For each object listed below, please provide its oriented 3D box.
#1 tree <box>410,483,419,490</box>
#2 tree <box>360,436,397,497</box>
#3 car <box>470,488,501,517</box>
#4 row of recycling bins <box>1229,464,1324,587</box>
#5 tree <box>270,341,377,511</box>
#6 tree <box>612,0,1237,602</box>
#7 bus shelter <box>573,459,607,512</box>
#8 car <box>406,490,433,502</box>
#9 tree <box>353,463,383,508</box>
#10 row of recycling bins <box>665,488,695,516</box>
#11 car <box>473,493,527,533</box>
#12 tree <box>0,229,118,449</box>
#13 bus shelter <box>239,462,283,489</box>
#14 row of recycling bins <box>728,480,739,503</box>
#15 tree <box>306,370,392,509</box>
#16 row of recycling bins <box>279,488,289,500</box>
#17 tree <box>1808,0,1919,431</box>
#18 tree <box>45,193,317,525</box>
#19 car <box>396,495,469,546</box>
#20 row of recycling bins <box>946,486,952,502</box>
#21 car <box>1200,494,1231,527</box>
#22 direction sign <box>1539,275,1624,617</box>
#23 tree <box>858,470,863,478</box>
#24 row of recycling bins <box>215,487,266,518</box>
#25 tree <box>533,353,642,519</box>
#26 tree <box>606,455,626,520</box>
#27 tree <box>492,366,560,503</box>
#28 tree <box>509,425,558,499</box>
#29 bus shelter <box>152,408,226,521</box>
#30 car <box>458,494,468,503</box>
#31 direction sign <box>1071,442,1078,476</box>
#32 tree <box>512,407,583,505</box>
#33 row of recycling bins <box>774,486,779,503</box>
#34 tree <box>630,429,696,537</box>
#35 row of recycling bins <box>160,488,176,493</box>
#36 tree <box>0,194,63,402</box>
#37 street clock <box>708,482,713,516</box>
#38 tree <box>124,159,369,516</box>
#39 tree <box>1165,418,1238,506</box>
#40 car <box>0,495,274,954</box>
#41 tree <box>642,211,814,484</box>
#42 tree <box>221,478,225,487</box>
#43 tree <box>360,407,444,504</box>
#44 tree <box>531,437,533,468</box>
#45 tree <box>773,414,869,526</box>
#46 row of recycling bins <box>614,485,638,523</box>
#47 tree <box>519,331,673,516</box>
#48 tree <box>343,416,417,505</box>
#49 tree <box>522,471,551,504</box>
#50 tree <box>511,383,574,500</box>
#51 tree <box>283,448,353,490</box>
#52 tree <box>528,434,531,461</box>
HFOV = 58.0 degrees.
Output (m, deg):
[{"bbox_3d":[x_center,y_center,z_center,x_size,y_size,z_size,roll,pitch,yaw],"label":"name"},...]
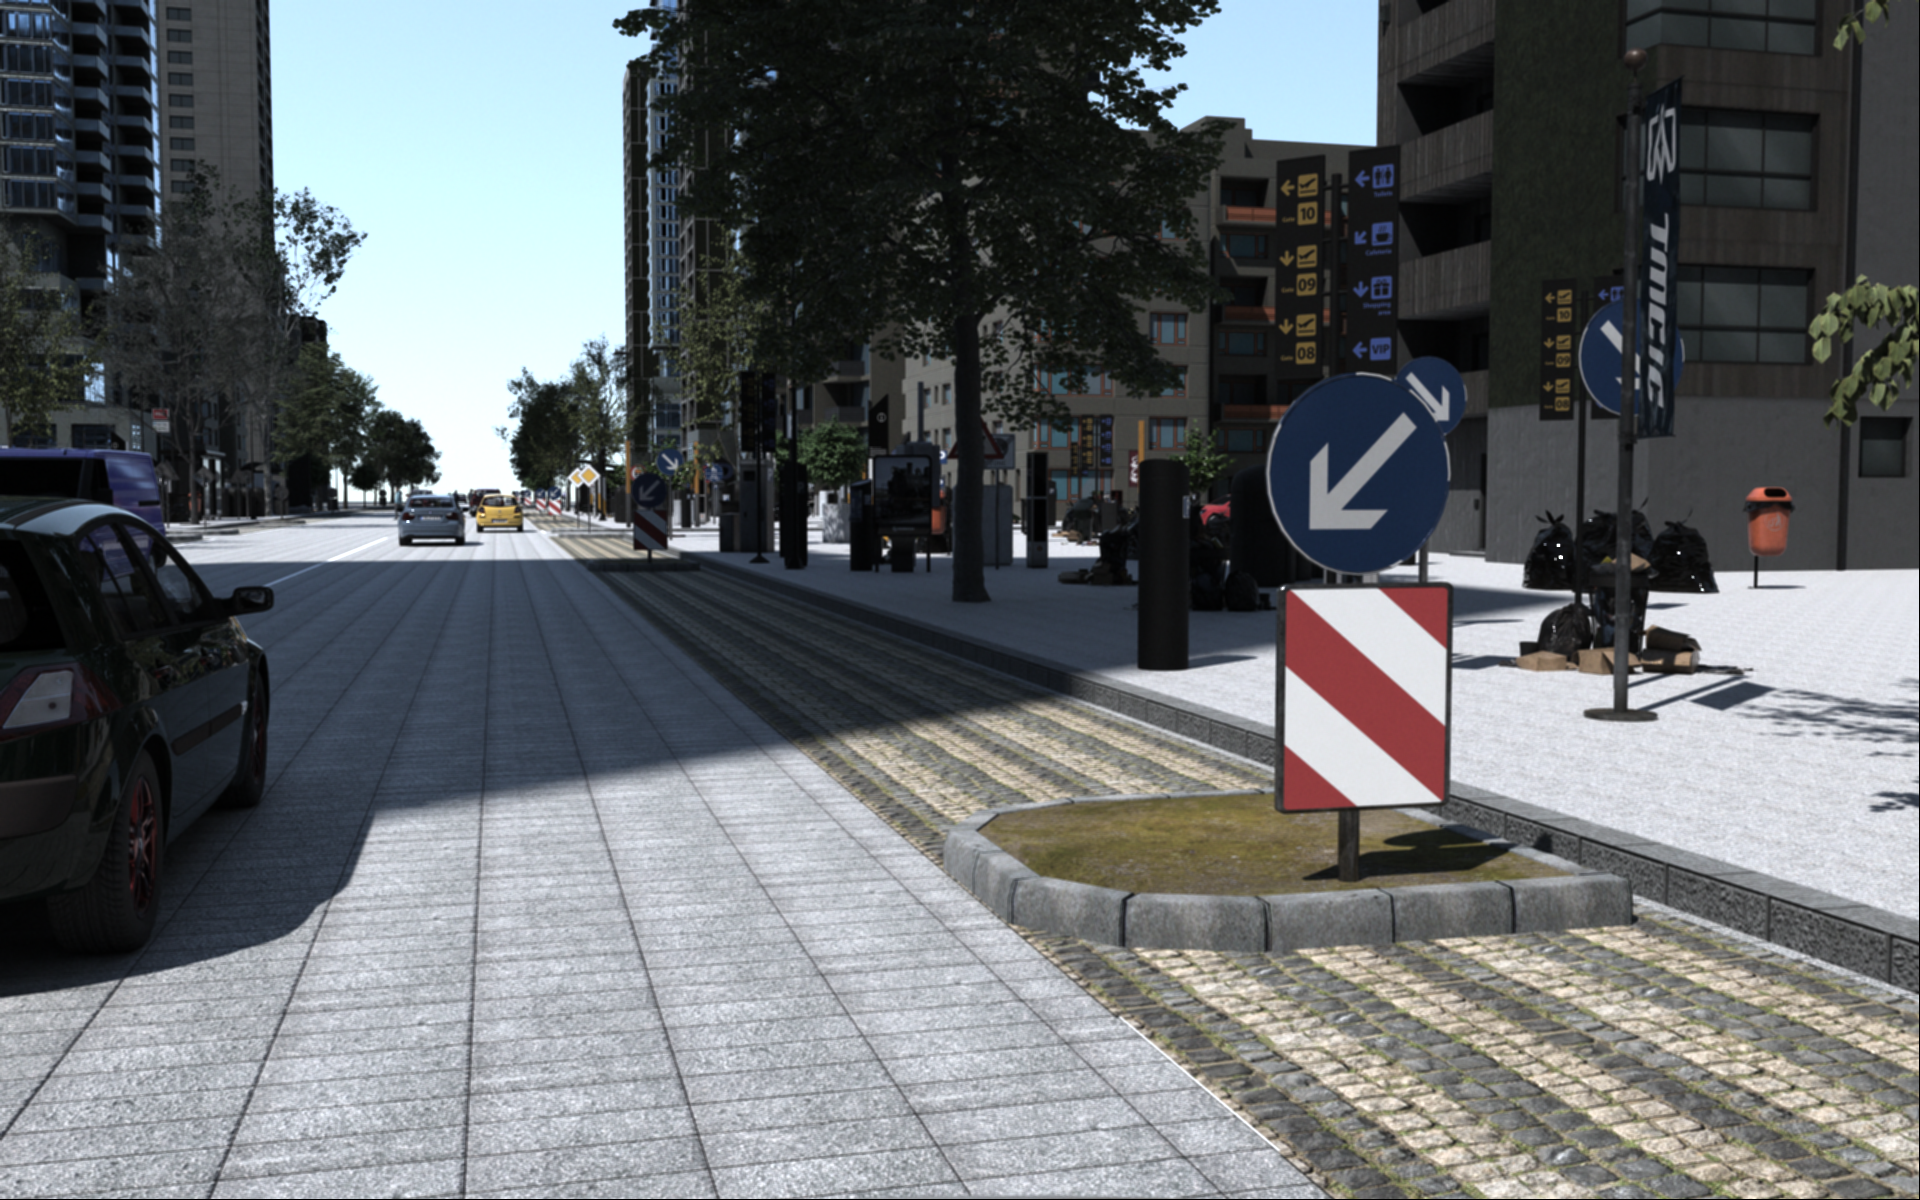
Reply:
[{"bbox_3d":[-88.660,-20.210,280.802,4.737,8.622,4.395,0,3,0],"label":"tree"},{"bbox_3d":[-67.756,-15.367,201.620,4.360,8.622,3.978,0,3,0],"label":"tree"},{"bbox_3d":[-30.210,-6.250,110.862,2.281,1.827,5.304,-1,4,-14],"label":"car"},{"bbox_3d":[4.650,-1.116,25.368,1.069,1.692,3.534,1,4,22],"label":"row of recycling bins"},{"bbox_3d":[-47.243,-12.877,128.663,7.486,12.596,7.792,0,3,0],"label":"tree"},{"bbox_3d":[-0.283,-6.246,20.251,7.486,12.596,7.792,0,3,0],"label":"tree"},{"bbox_3d":[-25.814,-7.891,120.296,1.731,3.624,6.357,-1,4,-15],"label":"bus shelter"},{"bbox_3d":[-46.276,-8.552,148.502,2.281,1.827,5.304,-1,4,-13],"label":"car"},{"bbox_3d":[-56.447,-11.051,164.390,4.285,4.588,4.351,0,3,0],"label":"tree"},{"bbox_3d":[-16.614,-5.726,100.727,3.534,1.692,1.069,0,4,-5],"label":"row of recycling bins"},{"bbox_3d":[-17.542,-3.413,66.031,2.015,1.641,3.980,-1,4,-15],"label":"car"},{"bbox_3d":[-25.793,-5.945,47.568,4.737,8.622,4.395,0,3,0],"label":"tree"},{"bbox_3d":[-45.126,-7.216,111.905,2.014,3.302,5.546,-1,4,-15],"label":"bus shelter"},{"bbox_3d":[-6.776,-2.872,54.071,1.069,1.692,3.534,0,4,-4],"label":"row of recycling bins"},{"bbox_3d":[-51.312,-13.385,144.603,9.928,11.665,9.643,0,3,0],"label":"tree"},{"bbox_3d":[-49.132,-7.256,125.746,3.534,1.692,1.069,-2,4,-34],"label":"row of recycling bins"},{"bbox_3d":[4.431,-3.411,6.136,4.737,8.622,4.395,0,3,0],"label":"tree"},{"bbox_3d":[-32.053,-9.875,71.832,12.009,13.543,11.850,0,3,0],"label":"tree"},{"bbox_3d":[-15.001,-2.279,49.271,2.014,1.417,4.499,-1,4,-15],"label":"car"},{"bbox_3d":[-1.456,-4.994,88.772,1.069,1.692,3.534,-2,4,-32],"label":"row of recycling bins"},{"bbox_3d":[10.648,-3.513,66.481,4.494,1.783,2.155,-1,4,-16],"label":"car"},{"bbox_3d":[6.526,-1.602,18.183,0.876,3.537,0.379,2,4,34],"label":"direction sign"},{"bbox_3d":[-6.287,-6.862,106.797,1.663,3.219,1.824,0,3,0],"label":"tree"},{"bbox_3d":[-39.829,-5.424,95.791,1.069,1.692,3.534,1,4,21],"label":"row of recycling bins"},{"bbox_3d":[-18.952,-8.584,90.704,4.737,8.622,4.395,0,3,0],"label":"tree"},{"bbox_3d":[-16.849,-5.603,86.212,1.663,3.219,1.824,0,3,0],"label":"tree"},{"bbox_3d":[-62.188,-24.370,254.338,12.611,20.169,13.585,0,3,0],"label":"tree"},{"bbox_3d":[-67.660,-22.594,276.069,9.857,13.997,8.962,0,3,0],"label":"tree"},{"bbox_3d":[-37.239,-6.479,83.558,2.179,5.291,8.768,-1,4,-15],"label":"bus shelter"},{"bbox_3d":[-77.452,-15.885,268.758,2.155,1.783,4.494,-1,4,-14],"label":"car"},{"bbox_3d":[5.248,-5.150,76.192,0.876,3.537,0.379,-2,4,-27],"label":"direction sign"},{"bbox_3d":[-46.190,-16.452,194.742,9.928,11.665,9.643,0,3,0],"label":"tree"},{"bbox_3d":[-10.385,-5.086,90.270,1.069,1.692,3.534,-2,4,-35],"label":"row of recycling bins"},{"bbox_3d":[-8.646,-3.501,51.847,1.663,3.219,1.824,0,3,0],"label":"tree"},{"bbox_3d":[-53.232,-6.814,118.528,1.069,1.692,3.534,2,4,29],"label":"row of recycling bins"},{"bbox_3d":[-23.943,-5.603,41.964,4.360,8.622,3.978,0,3,0],"label":"tree"},{"bbox_3d":[-14.336,-5.861,100.392,0.471,2.002,0.358,1,4,11],"label":"street clock"},{"bbox_3d":[-40.924,-14.890,99.337,12.611,20.169,13.585,0,3,0],"label":"tree"},{"bbox_3d":[5.952,-3.028,44.112,1.663,3.219,1.824,0,3,0],"label":"tree"},{"bbox_3d":[-3.738,0.197,6.567,2.009,1.686,4.222,-1,4,-15],"label":"car"},{"bbox_3d":[-5.405,-5.629,42.402,4.737,8.622,4.395,0,3,0],"label":"tree"},{"bbox_3d":[-48.901,-7.299,113.940,1.663,3.219,1.824,0,3,0],"label":"tree"},{"bbox_3d":[-74.609,-19.005,227.734,9.611,12.733,9.660,0,3,0],"label":"tree"},{"bbox_3d":[-32.973,-11.937,145.536,4.737,8.622,4.395,0,3,0],"label":"tree"},{"bbox_3d":[-4.904,-5.215,68.980,4.285,4.588,4.351,0,3,0],"label":"tree"},{"bbox_3d":[-15.088,-4.348,78.204,1.069,1.692,3.534,-1,4,-16],"label":"row of recycling bins"},{"bbox_3d":[-21.040,-10.111,99.735,8.767,10.594,7.601,-1,4,-19],"label":"tree"},{"bbox_3d":[-65.429,-15.866,193.823,7.601,10.594,8.767,3,5,45],"label":"tree"},{"bbox_3d":[-56.463,-15.368,234.974,4.285,4.588,4.351,0,3,0],"label":"tree"},{"bbox_3d":[-42.128,-15.854,177.337,7.486,12.596,7.792,0,3,0],"label":"tree"},{"bbox_3d":[-45.790,-8.418,121.344,4.285,4.588,4.351,0,3,0],"label":"tree"},{"bbox_3d":[-39.462,-13.257,167.107,4.737,8.622,4.395,0,3,0],"label":"tree"}]
